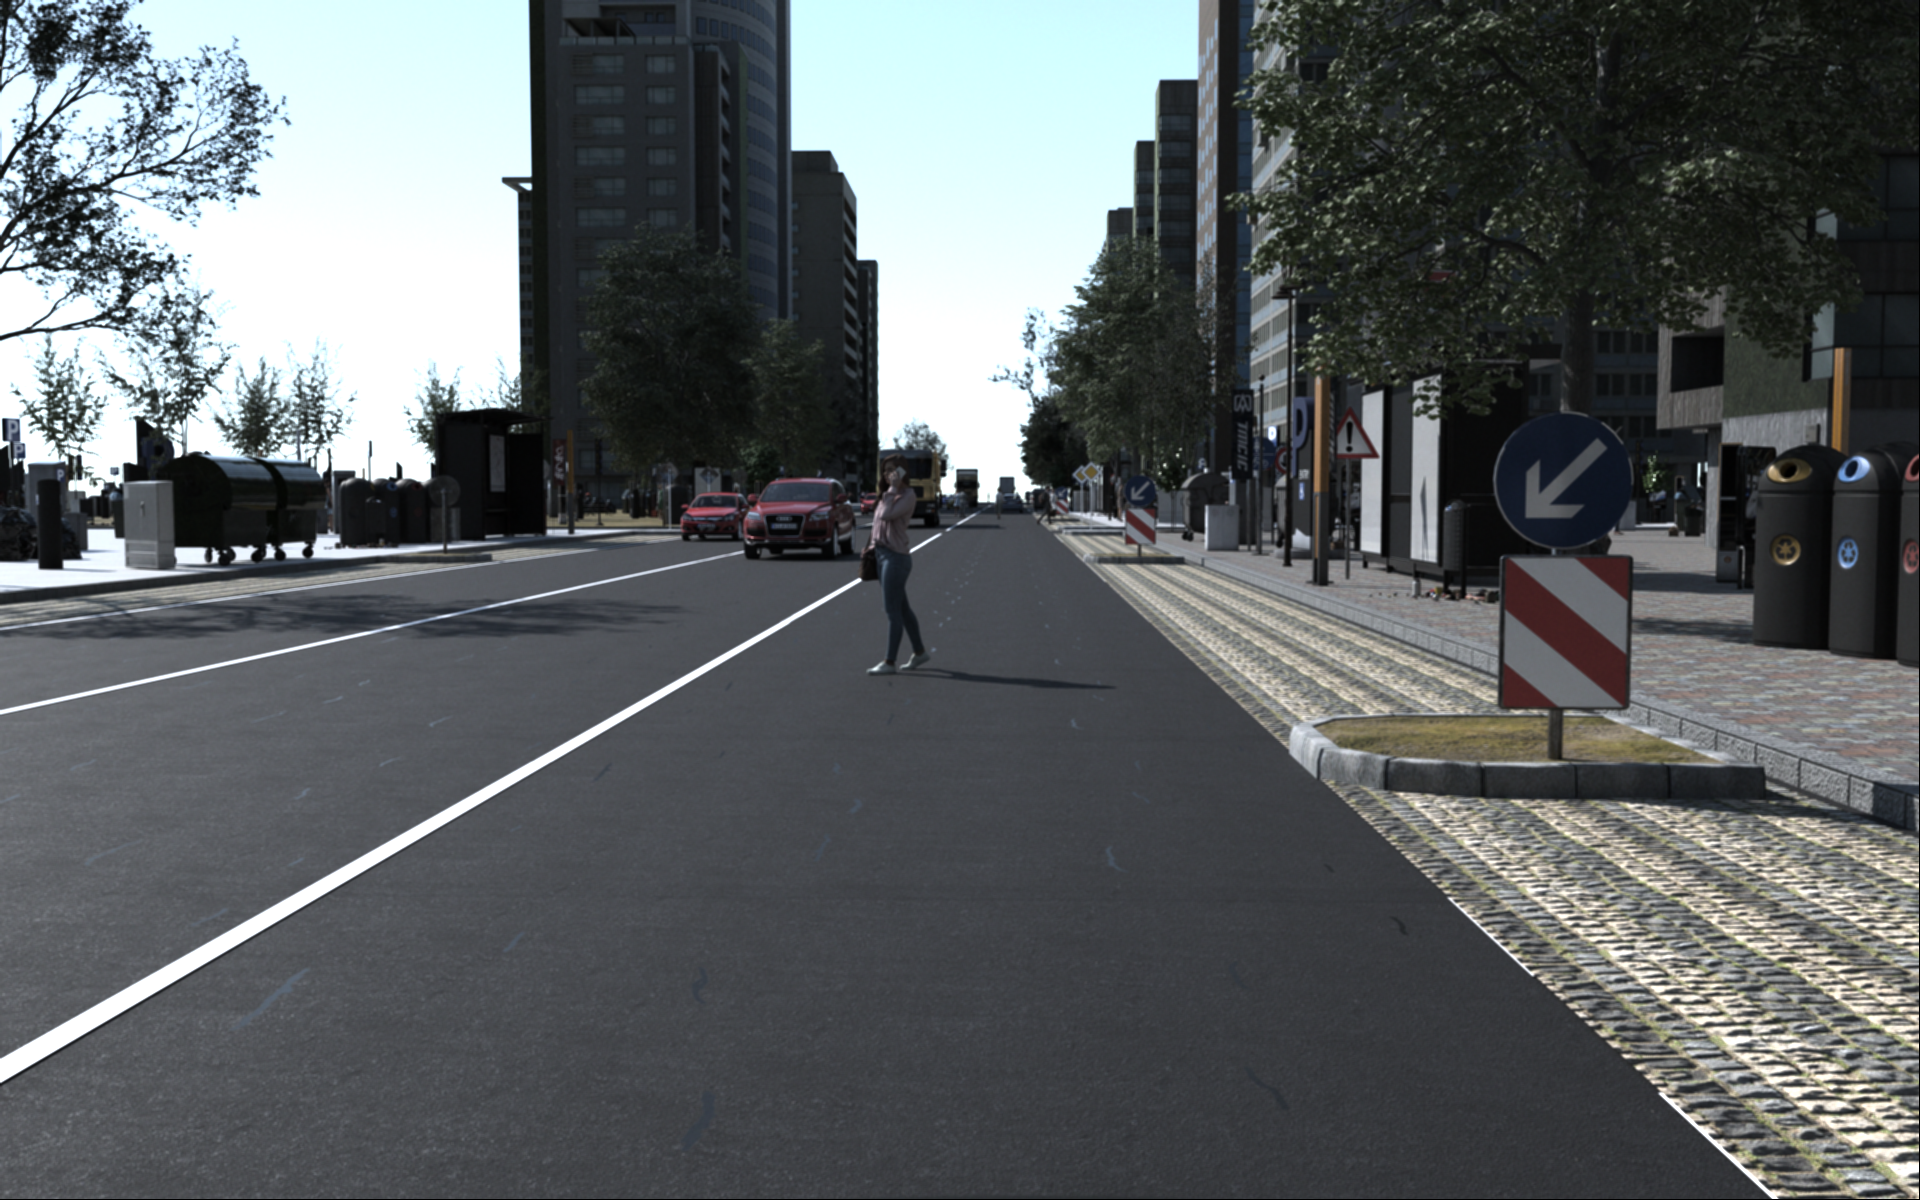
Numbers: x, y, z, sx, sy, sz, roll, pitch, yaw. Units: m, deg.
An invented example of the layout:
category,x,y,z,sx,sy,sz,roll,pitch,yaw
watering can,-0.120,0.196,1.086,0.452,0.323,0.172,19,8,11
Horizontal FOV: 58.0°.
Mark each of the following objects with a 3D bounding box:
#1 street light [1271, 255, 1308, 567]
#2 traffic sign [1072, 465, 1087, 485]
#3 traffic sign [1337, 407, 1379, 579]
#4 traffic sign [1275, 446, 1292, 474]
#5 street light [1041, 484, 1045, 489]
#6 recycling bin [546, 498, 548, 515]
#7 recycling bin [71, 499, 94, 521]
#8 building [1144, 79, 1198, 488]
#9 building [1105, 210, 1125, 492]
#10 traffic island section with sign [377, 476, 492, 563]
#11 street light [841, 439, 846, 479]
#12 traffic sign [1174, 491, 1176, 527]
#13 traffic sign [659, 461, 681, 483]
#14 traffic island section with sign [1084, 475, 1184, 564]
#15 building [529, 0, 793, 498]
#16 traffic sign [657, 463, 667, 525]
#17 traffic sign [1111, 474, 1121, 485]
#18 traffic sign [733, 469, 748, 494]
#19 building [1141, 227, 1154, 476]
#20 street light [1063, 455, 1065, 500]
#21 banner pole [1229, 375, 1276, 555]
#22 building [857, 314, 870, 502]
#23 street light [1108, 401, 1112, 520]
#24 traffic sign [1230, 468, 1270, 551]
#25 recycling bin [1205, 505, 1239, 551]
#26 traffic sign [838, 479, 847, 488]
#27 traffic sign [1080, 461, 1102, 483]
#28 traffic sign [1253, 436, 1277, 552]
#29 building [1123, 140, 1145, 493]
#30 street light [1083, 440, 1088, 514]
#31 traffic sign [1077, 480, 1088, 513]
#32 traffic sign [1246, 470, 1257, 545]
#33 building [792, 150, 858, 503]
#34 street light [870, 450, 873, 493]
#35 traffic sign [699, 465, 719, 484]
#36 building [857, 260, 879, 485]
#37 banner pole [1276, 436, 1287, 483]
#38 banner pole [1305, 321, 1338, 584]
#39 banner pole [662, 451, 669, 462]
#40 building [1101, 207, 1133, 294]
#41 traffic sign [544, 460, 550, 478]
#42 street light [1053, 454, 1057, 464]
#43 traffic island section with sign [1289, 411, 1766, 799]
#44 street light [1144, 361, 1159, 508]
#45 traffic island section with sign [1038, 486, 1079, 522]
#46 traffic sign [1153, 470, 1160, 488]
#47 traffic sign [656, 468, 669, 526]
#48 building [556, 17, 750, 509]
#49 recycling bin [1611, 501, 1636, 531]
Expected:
category,x,y,z,sx,sy,sz,roll,pitch,yaw
street light,5.811,-3.534,30.567,0.468,5.910,1.993,0,4,2
traffic sign,4.852,-4.071,68.743,0.795,2.593,0.064,0,4,2
traffic sign,5.827,-1.589,25.978,0.884,2.594,0.081,0,4,6
traffic sign,8.765,-2.819,46.194,0.768,2.556,0.104,1,4,9
street light,12.898,-18.399,273.609,0.468,5.910,1.993,0,4,2
recycling bin,-25.974,-5.802,107.415,0.722,1.027,0.722,1,4,11
recycling bin,-42.170,-4.322,83.225,0.722,1.027,0.722,2,4,24
building,26.391,-30.014,174.320,14.154,41.232,14.086,0,4,2
building,27.969,-34.671,250.470,14.154,41.232,14.086,0,4,2
traffic island section with sign,-11.019,-1.710,36.592,1.989,1.847,2.006,0,4,2
street light,-9.839,-10.616,146.359,0.468,5.910,1.993,0,4,2
traffic sign,8.446,-4.161,68.034,0.884,2.594,0.081,0,4,4
traffic sign,-10.268,-3.610,61.214,0.795,2.593,0.064,0,4,2
traffic island section with sign,3.597,-1.684,36.158,1.989,1.847,2.006,0,4,2
building,-28.955,-38.569,172.606,21.231,58.520,28.212,0,4,2
traffic sign,-12.155,-4.357,71.337,0.768,2.556,0.104,0,4,5
traffic sign,9.629,-6.578,107.654,0.768,2.556,0.104,1,4,10
traffic sign,-11.193,-5.388,88.195,0.768,2.556,0.104,0,4,7
building,26.692,-25.506,188.716,14.160,30.474,14.107,0,4,2
street light,9.510,-11.405,159.259,0.468,5.910,1.993,0,4,2
banner pole,6.088,-2.835,36.365,0.863,3.779,0.401,0,4,-1
building,-22.128,-31.108,280.317,14.160,30.474,14.107,0,4,2
street light,7.328,-6.833,84.502,0.468,5.910,1.993,0,4,2
traffic sign,6.478,-2.367,38.710,0.884,2.594,0.081,0,4,4
recycling bin,5.954,-1.640,39.360,0.722,1.027,0.722,0,4,5
traffic sign,-9.806,-8.831,144.485,0.768,2.556,0.104,1,4,8
traffic sign,4.620,-3.582,60.762,0.795,2.593,0.064,0,4,2
traffic sign,6.554,-2.321,38.050,0.768,2.556,0.104,0,4,7
building,27.106,-31.765,202.951,14.154,41.232,14.086,0,4,2
street light,8.282,-8.636,113.990,0.468,5.910,1.993,0,4,2
traffic sign,8.155,-7.038,115.179,0.768,2.556,0.104,0,4,3
traffic sign,7.192,-2.515,43.250,0.606,2.300,0.079,0,4,4
building,-26.214,-38.152,247.485,21.300,48.544,21.600,0,4,2
street light,-9.006,-12.409,175.679,0.468,5.910,1.993,0,4,2
traffic sign,-10.035,-4.098,69.195,0.795,2.593,0.064,0,4,2
building,-21.298,-37.336,294.041,14.154,41.232,14.086,0,4,2
banner pole,13.781,-5.147,74.167,0.863,3.779,0.401,2,4,27
banner pole,5.306,-2.141,25.026,0.401,3.779,0.863,2,4,33
banner pole,-17.125,-6.781,100.889,0.863,3.779,0.401,3,5,43
building,34.736,-40.814,286.914,23.786,49.044,30.456,0,4,2
traffic sign,-14.953,-3.757,61.533,0.768,2.556,0.104,0,4,6
street light,10.296,-13.208,188.744,0.468,5.910,1.993,0,4,2
traffic island section with sign,2.800,-0.026,9.058,1.989,1.847,2.006,0,4,2
street light,6.669,-5.348,60.221,0.468,5.910,1.993,0,4,2
traffic island section with sign,5.170,-4.971,89.905,1.989,1.847,2.006,0,4,2
traffic sign,9.629,-5.121,83.836,0.768,2.556,0.104,1,4,10
traffic sign,-11.730,-4.061,68.519,0.606,2.300,0.079,1,4,11
building,-26.467,-28.636,151.792,14.154,41.232,14.086,0,4,2
recycling bin,23.170,-2.938,60.596,0.722,1.027,0.722,0,4,3
